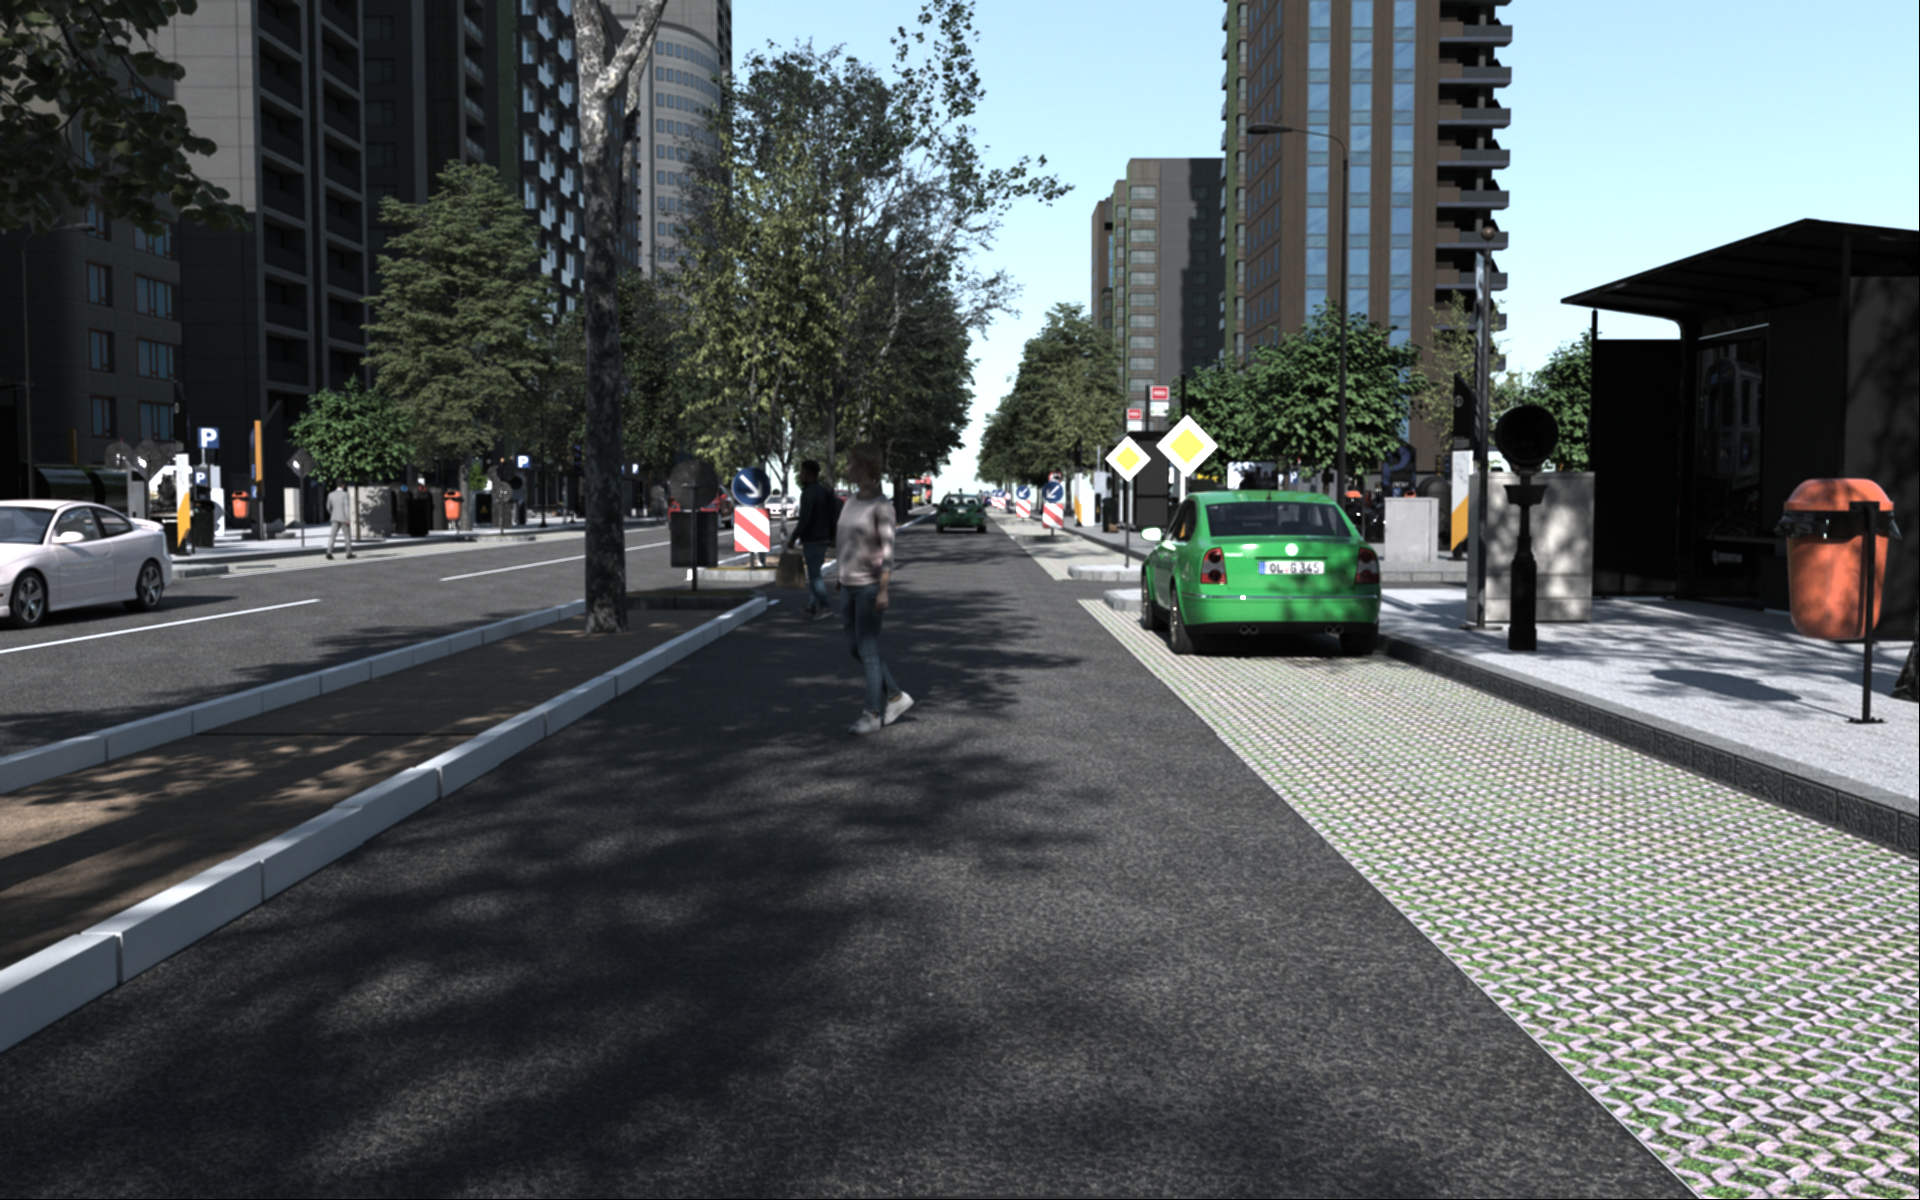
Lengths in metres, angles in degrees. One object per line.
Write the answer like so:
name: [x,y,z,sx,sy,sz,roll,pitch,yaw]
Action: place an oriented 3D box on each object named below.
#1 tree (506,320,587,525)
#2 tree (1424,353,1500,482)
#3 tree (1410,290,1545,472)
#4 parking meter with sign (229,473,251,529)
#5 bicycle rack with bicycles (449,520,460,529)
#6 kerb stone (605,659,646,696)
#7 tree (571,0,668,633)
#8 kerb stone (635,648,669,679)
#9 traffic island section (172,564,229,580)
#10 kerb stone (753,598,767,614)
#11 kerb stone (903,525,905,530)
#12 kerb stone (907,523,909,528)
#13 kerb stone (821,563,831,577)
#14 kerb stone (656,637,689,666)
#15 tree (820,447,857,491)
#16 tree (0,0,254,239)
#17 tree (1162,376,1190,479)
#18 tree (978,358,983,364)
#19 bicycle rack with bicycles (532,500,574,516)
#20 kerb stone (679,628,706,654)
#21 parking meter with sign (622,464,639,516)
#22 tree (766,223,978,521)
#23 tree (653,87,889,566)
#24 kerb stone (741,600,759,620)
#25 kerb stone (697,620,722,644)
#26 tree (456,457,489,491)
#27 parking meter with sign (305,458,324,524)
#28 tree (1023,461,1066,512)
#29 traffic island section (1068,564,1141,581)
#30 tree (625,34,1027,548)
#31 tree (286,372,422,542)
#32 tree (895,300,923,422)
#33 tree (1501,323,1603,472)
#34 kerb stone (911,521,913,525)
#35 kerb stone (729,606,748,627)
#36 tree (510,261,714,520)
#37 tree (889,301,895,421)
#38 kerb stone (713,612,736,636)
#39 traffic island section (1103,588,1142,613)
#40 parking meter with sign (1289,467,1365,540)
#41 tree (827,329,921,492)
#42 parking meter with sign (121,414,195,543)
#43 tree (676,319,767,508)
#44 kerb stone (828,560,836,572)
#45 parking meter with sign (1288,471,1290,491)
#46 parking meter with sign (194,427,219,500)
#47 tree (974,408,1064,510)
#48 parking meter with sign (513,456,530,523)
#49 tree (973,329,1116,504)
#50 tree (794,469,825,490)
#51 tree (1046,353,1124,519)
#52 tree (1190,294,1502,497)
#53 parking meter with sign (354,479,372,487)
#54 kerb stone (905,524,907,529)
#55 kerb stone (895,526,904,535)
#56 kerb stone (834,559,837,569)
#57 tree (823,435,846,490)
tree: [-16.879,-7.484,72.726,4.360,8.622,3.978,0,3,0]
tree: [26.424,-8.653,91.833,4.360,8.622,3.978,0,3,0]
tree: [18.178,-6.810,61.699,4.737,8.622,4.395,0,3,0]
parking meter with sign: [-26.707,-4.161,64.295,1.738,3.016,0.543,-2,4,-29]
bicycle rack with bicycles: [-19.440,-3.089,63.882,2.852,0.926,2.925,0,4,7]
kerb stone: [-2.482,0.579,12.755,0.120,0.150,1.000,0,4,0]
tree: [-2.438,-9.668,16.420,12.611,20.169,13.585,0,3,0]
kerb stone: [-2.485,0.519,13.782,0.120,0.150,1.000,0,4,0]
traffic island section: [-14.073,-0.476,30.057,2.009,0.180,2.903,0,4,0]
kerb stone: [-2.460,0.075,20.986,0.120,0.150,1.000,0,4,0]
kerb stone: [-2.289,-2.716,66.640,0.120,0.150,1.000,0,4,0]
kerb stone: [-2.281,-2.966,70.751,0.120,0.150,1.000,0,4,0]
kerb stone: [-2.428,-0.525,30.772,0.120,0.150,1.000,0,4,0]
kerb stone: [-2.481,0.452,14.804,0.120,0.150,1.000,0,4,0]
tree: [-16.191,-20.543,252.880,9.611,12.733,9.660,0,3,0]
tree: [-3.573,-5.116,4.226,7.486,12.596,7.792,0,3,0]
tree: [6.091,-3.412,39.499,4.285,4.588,4.351,0,3,0]
tree: [-3.261,-11.171,91.763,9.857,13.997,8.962,0,3,0]
bicycle rack with bicycles: [-24.589,-5.489,103.127,2.925,0.926,2.852,0,4,-4]
kerb stone: [-2.478,0.392,15.833,0.120,0.150,1.000,0,4,0]
parking meter with sign: [-19.359,-6.342,99.948,0.543,3.016,1.738,3,5,42]
tree: [-3.812,-10.480,80.459,9.857,13.997,8.962,0,3,0]
tree: [-3.642,-4.807,31.419,4.737,8.622,4.395,0,3,0]
kerb stone: [-2.462,0.140,19.949,0.120,0.150,1.000,0,4,0]
kerb stone: [-2.474,0.330,16.868,0.120,0.150,1.000,0,4,0]
tree: [-24.821,-5.782,89.138,1.663,3.219,1.824,0,3,0]
parking meter with sign: [-27.659,-4.775,74.330,0.543,3.016,1.738,0,4,-4]
tree: [6.262,-8.800,127.590,4.285,4.588,4.351,0,3,0]
traffic island section: [2.918,-0.472,29.991,2.009,0.180,2.903,0,4,0]
tree: [-3.444,-8.125,45.671,12.009,13.543,11.850,0,3,0]
tree: [-16.346,-3.860,46.827,4.285,4.588,4.351,0,3,0]
tree: [-3.103,-6.219,54.505,4.737,8.622,4.395,0,3,0]
tree: [12.143,-3.037,33.376,4.285,4.588,4.351,0,3,0]
kerb stone: [-2.255,-3.283,75.876,0.120,0.150,1.000,0,4,0]
kerb stone: [-2.466,0.201,18.916,0.120,0.150,1.000,0,4,0]
tree: [-16.897,-10.297,85.362,9.611,12.733,9.660,0,3,0]
tree: [-3.723,-5.103,36.247,4.737,8.622,4.395,0,3,0]
kerb stone: [-2.463,0.263,17.894,0.120,0.150,1.000,0,4,0]
traffic island section: [2.889,0.017,22.006,2.009,0.180,2.903,0,4,0]
parking meter with sign: [9.055,-2.825,42.452,1.738,3.016,0.543,0,4,7]
tree: [-3.601,-7.360,73.161,4.360,8.622,3.978,0,3,0]
parking meter with sign: [-17.797,-2.546,37.890,1.738,3.016,0.543,0,4,4]
tree: [-16.261,-13.204,122.534,9.857,13.997,8.962,0,3,0]
kerb stone: [-2.418,-0.587,31.794,0.120,0.150,1.000,0,4,0]
parking meter with sign: [8.633,-2.899,43.658,1.738,3.016,0.543,-2,4,-31]
parking meter with sign: [-20.253,-3.038,45.939,1.738,3.016,0.543,3,5,44]
tree: [6.315,-14.345,168.949,8.767,10.594,7.601,-1,4,-20]
parking meter with sign: [-19.735,-4.988,77.811,0.543,3.016,1.738,0,4,-5]
tree: [6.434,-12.267,117.574,9.611,12.733,9.660,0,3,0]
tree: [-15.810,-12.164,182.590,4.285,4.588,4.351,0,3,0]
tree: [6.180,-8.552,90.193,4.737,8.622,4.395,0,3,0]
tree: [6.167,-2.748,28.650,4.285,4.588,4.351,0,3,0]
parking meter with sign: [-27.257,-5.067,79.100,1.738,3.016,0.543,0,4,0]
kerb stone: [-2.279,-2.844,68.696,0.120,0.150,1.000,0,4,0]
kerb stone: [-2.298,-2.649,65.606,0.120,0.150,1.000,0,4,0]
kerb stone: [-2.411,-0.649,32.820,0.120,0.150,1.000,0,4,0]
tree: [-15.391,-17.477,220.168,8.767,10.594,7.601,2,4,28]
